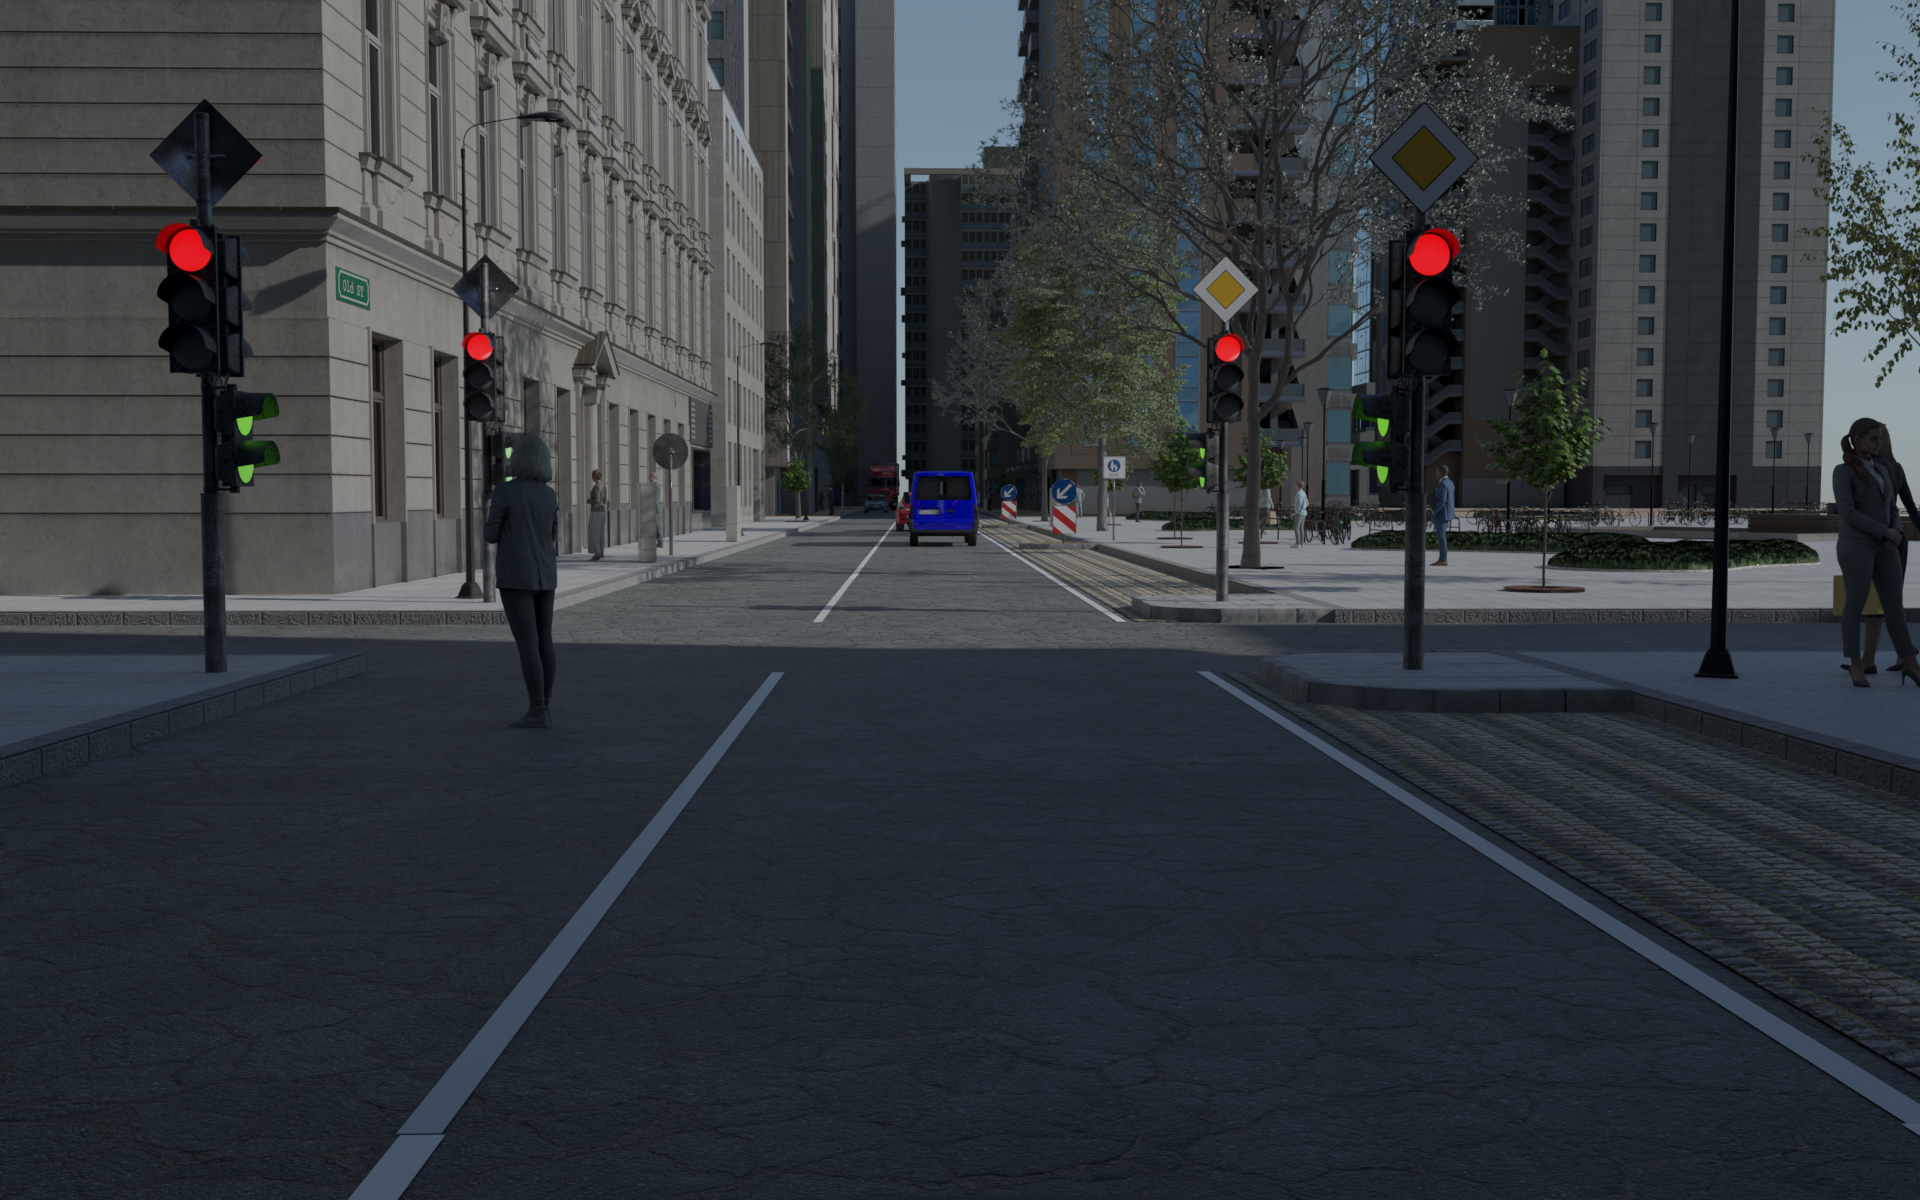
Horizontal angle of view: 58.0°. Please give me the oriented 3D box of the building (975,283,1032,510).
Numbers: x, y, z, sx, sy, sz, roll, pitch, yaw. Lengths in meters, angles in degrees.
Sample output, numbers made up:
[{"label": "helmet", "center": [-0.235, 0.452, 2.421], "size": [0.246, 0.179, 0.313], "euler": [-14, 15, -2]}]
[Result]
[{"label": "building", "center": [15.684, -19.079, 156.985], "size": [27.650, 21.520, 28.899], "euler": [0, 4, -1]}]

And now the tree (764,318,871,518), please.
[{"label": "tree", "center": [-8.355, -9.585, 91.131], "size": [8.767, 10.594, 7.601], "euler": [1, 4, 21]}]

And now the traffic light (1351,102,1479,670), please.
[{"label": "traffic light", "center": [3.309, -1.448, 12.603], "size": [0.839, 4.253, 0.868], "euler": [0, 4, -1]}]

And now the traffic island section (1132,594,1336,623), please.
[{"label": "traffic island section", "center": [3.154, 0.097, 20.700], "size": [2.009, 0.180, 2.903], "euler": [0, 4, -1]}]

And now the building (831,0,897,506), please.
[{"label": "building", "center": [-20.984, -39.580, 189.128], "size": [28.212, 58.520, 21.231], "euler": [0, 4, -1]}]

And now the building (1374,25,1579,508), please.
[{"label": "building", "center": [48.339, -31.427, 163.944], "size": [14.200, 45.320, 14.600], "euler": [0, 4, -1]}]

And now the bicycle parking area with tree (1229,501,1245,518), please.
[{"label": "bicycle parking area with tree", "center": [16.149, -5.103, 70.442], "size": [8.231, 4.147, 9.016], "euler": [-1, 4, -13]}]

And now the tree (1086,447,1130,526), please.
[{"label": "tree", "center": [6.218, -4.663, 70.840], "size": [1.663, 3.219, 1.824], "euler": [0, 3, 0]}]

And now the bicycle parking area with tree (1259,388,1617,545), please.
[{"label": "bicycle parking area with tree", "center": [12.409, -3.667, 46.956], "size": [8.231, 4.147, 9.016], "euler": [1, 4, 8]}]

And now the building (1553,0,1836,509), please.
[{"label": "building", "center": [65.798, -44.216, 161.175], "size": [20.611, 71.187, 20.563], "euler": [0, 4, -1]}]

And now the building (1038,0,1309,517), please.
[{"label": "building", "center": [12.063, -27.693, 102.894], "size": [14.600, 45.320, 14.200], "euler": [0, 4, -1]}]

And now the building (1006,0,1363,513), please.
[{"label": "building", "center": [15.725, -30.989, 126.272], "size": [23.786, 49.044, 30.456], "euler": [0, 4, -1]}]

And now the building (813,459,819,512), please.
[{"label": "building", "center": [-20.351, -41.622, 118.776], "size": [20.563, 71.187, 20.611], "euler": [0, 4, -1]}]

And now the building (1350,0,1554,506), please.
[{"label": "building", "center": [56.959, -53.661, 190.032], "size": [31.000, 86.520, 22.319], "euler": [0, 4, -1]}]

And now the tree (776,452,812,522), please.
[{"label": "tree", "center": [-7.606, -5.159, 78.944], "size": [1.663, 3.219, 1.824], "euler": [0, 3, 0]}]

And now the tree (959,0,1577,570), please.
[{"label": "tree", "center": [5.132, -7.281, 29.414], "size": [12.009, 13.543, 11.850], "euler": [0, 3, 0]}]

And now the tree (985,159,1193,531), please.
[{"label": "tree", "center": [4.553, -8.646, 59.487], "size": [7.486, 12.596, 7.792], "euler": [0, 3, 0]}]

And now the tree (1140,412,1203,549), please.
[{"label": "tree", "center": [5.152, -2.848, 41.169], "size": [1.663, 3.219, 1.824], "euler": [0, 3, 0]}]

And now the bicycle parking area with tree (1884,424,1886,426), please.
[{"label": "bicycle parking area with tree", "center": [36.527, -5.252, 72.873], "size": [9.016, 4.147, 8.231], "euler": [-1, 4, -10]}]

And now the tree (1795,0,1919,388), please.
[{"label": "tree", "center": [14.227, -4.537, 24.544], "size": [4.737, 8.622, 4.395], "euler": [0, 3, 0]}]

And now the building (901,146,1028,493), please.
[{"label": "building", "center": [5.338, -30.843, 196.163], "size": [23.993, 40.220, 32.217], "euler": [0, 4, -1]}]

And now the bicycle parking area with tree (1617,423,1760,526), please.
[{"label": "bicycle parking area with tree", "center": [26.419, -5.195, 71.934], "size": [9.016, 4.147, 8.231], "euler": [-1, 4, -17]}]

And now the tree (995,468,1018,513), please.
[{"label": "tree", "center": [2.800, -7.391, 115.443], "size": [1.663, 3.219, 1.824], "euler": [0, 3, 0]}]

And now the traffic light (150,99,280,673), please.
[{"label": "traffic light", "center": [-5.349, -1.434, 12.375], "size": [0.839, 4.253, 0.868], "euler": [0, 4, -1]}]

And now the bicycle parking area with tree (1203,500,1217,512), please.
[{"label": "bicycle parking area with tree", "center": [16.944, -6.268, 89.488], "size": [9.016, 4.147, 8.231], "euler": [1, 4, 12]}]

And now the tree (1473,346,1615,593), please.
[{"label": "tree", "center": [7.600, -1.729, 22.872], "size": [1.663, 3.219, 1.824], "euler": [0, 3, 0]}]

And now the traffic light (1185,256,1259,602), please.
[{"label": "traffic light", "center": [3.113, -1.937, 20.585], "size": [0.839, 4.253, 0.868], "euler": [0, 4, -1]}]

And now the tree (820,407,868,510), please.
[{"label": "tree", "center": [-9.505, -11.603, 140.075], "size": [4.737, 8.622, 4.395], "euler": [0, 3, 0]}]

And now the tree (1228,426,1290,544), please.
[{"label": "tree", "center": [7.574, -3.062, 44.670], "size": [1.663, 3.219, 1.824], "euler": [0, 3, 0]}]

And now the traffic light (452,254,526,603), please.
[{"label": "traffic light", "center": [-5.545, -1.923, 20.358], "size": [0.839, 4.253, 0.868], "euler": [0, 4, -1]}]

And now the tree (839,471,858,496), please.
[{"label": "tree", "center": [-9.436, -9.304, 146.719], "size": [1.663, 3.219, 1.824], "euler": [0, 3, 0]}]

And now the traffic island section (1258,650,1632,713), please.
[{"label": "traffic island section", "center": [3.350, 0.585, 12.717], "size": [2.009, 0.180, 2.903], "euler": [0, 4, -1]}]

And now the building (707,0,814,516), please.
[{"label": "building", "center": [-16.145, -25.583, 101.881], "size": [14.154, 41.232, 14.086], "euler": [0, 4, -1]}]
